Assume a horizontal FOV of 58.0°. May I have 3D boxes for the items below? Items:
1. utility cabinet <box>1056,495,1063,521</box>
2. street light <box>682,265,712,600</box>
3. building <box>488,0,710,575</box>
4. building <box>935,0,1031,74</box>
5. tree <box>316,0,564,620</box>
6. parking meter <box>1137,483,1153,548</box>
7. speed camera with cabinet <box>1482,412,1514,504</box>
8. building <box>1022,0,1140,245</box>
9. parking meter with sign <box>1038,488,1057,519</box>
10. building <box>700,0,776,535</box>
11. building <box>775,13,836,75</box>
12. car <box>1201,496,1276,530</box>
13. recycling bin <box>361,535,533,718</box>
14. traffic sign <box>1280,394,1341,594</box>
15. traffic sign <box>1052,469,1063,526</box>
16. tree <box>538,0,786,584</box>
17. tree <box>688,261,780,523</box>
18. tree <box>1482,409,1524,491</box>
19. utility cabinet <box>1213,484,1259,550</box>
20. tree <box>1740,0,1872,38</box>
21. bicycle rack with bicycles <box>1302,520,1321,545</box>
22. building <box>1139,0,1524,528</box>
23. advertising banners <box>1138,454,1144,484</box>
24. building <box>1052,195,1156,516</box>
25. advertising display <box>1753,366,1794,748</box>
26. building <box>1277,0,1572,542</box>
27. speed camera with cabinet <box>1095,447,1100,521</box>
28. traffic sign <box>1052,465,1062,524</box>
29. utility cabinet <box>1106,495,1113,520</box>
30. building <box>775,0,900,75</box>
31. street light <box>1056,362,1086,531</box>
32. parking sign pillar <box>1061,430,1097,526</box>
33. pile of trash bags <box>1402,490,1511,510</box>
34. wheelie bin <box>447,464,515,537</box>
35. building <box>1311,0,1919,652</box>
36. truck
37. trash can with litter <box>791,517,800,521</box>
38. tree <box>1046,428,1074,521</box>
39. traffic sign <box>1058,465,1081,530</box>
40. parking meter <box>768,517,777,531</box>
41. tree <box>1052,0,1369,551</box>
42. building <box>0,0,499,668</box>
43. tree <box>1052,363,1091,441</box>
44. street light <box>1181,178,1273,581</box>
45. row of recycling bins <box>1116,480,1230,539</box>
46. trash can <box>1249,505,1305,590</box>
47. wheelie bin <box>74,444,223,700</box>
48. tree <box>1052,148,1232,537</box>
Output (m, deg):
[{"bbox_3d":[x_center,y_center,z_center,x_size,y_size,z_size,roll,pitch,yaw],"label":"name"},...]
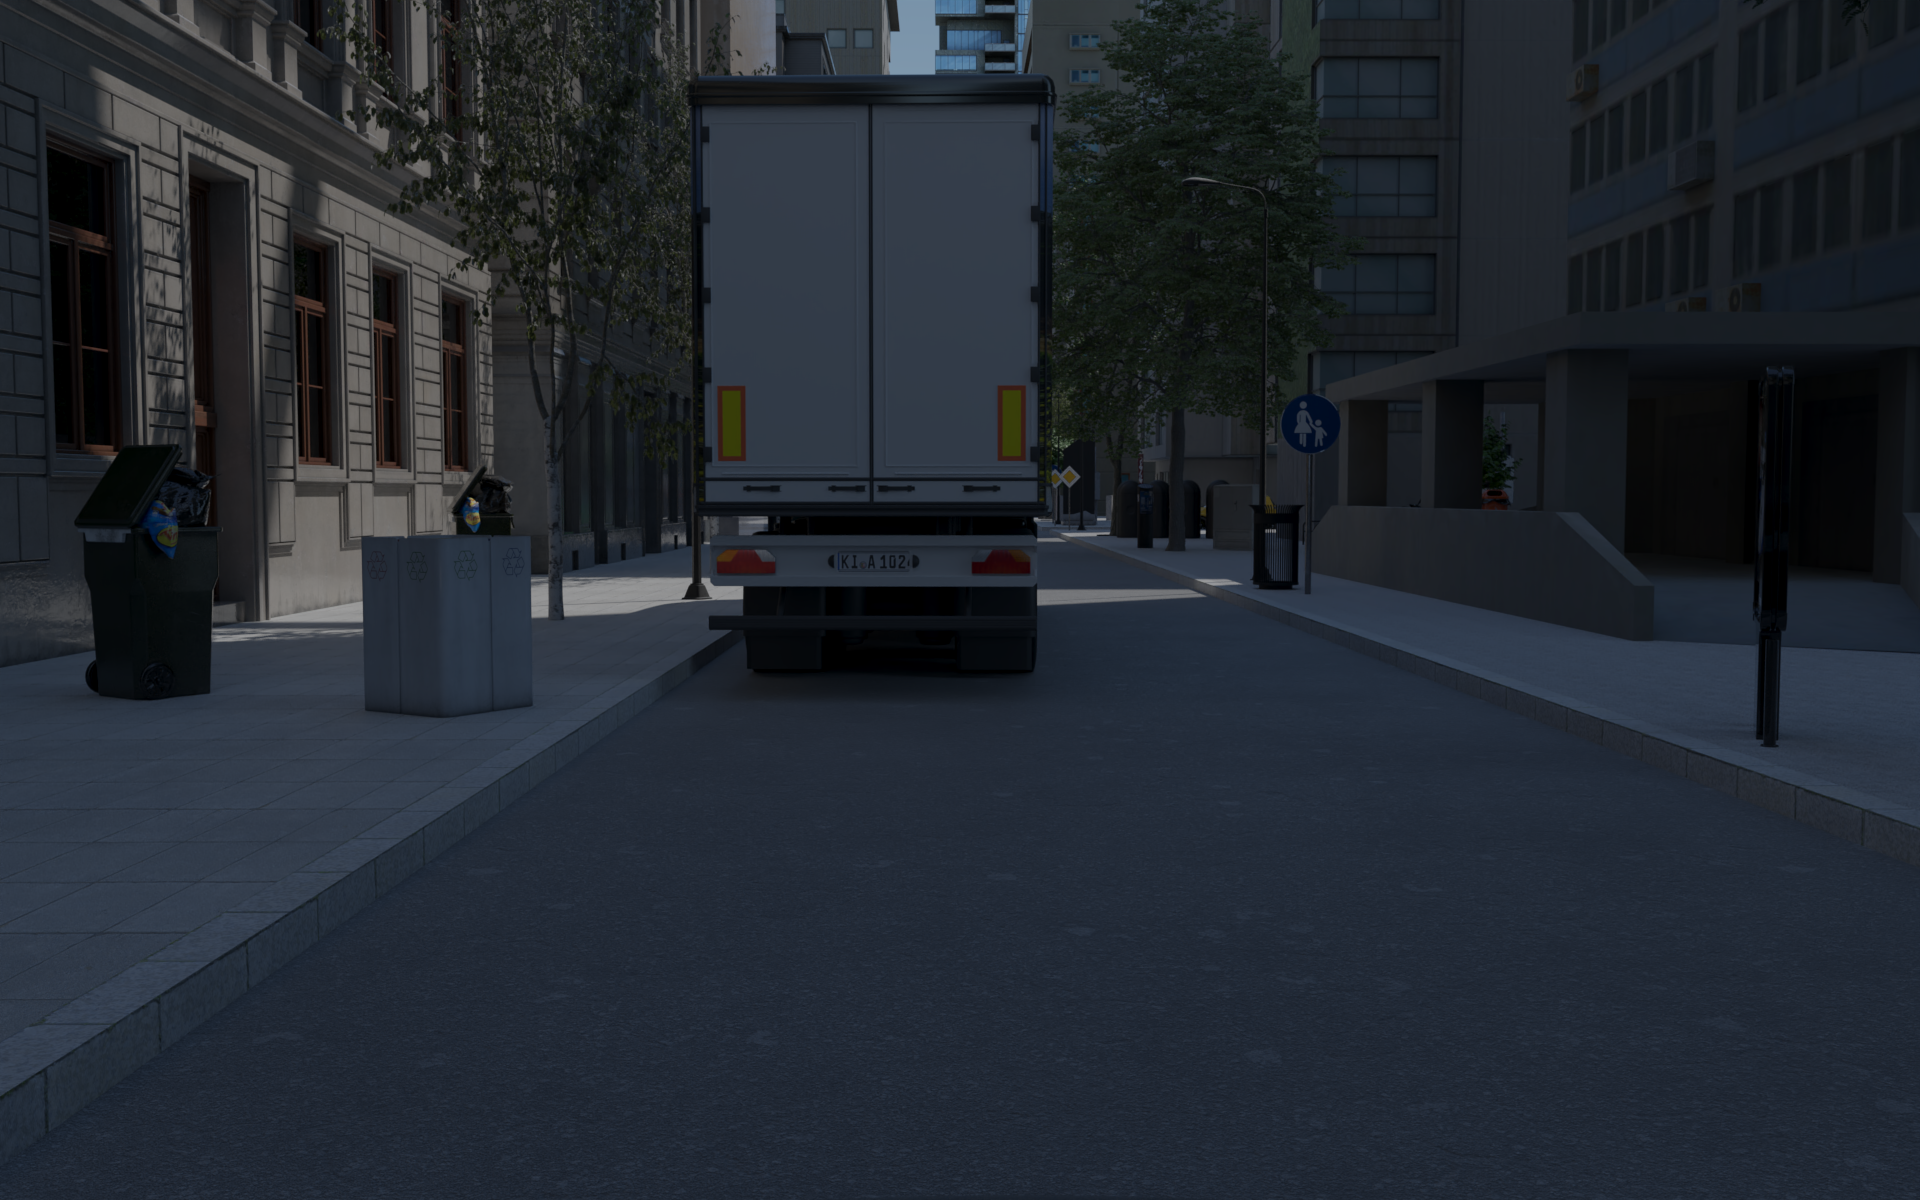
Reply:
[{"bbox_3d":[4.571,-4.135,78.772,0.306,1.237,1.020,-1,4,-9],"label":"utility cabinet"},{"bbox_3d":[-2.669,-2.962,20.965,1.470,5.913,1.316,0,4,0],"label":"street light"},{"bbox_3d":[-11.170,-11.417,35.814,9.793,20.994,18.267,0,4,0],"label":"building"},{"bbox_3d":[8.269,-56.638,238.700,31.000,86.520,22.319,0,4,0],"label":"building"},{"bbox_3d":[-4.081,-4.086,17.162,4.360,8.622,3.978,0,3,0],"label":"tree"},{"bbox_3d":[4.398,-1.999,41.087,0.372,1.533,0.369,0,3,0],"label":"parking meter"},{"bbox_3d":[12.649,-2.942,42.437,0.660,3.252,2.038,-2,4,-23],"label":"speed camera with cabinet"},{"bbox_3d":[16.856,-32.925,162.031,21.300,48.544,21.600,0,4,0],"label":"building"},{"bbox_3d":[4.754,-5.662,88.829,1.738,3.016,0.543,3,5,42],"label":"parking meter with sign"},{"bbox_3d":[-15.695,-16.271,51.934,20.117,28.700,13.634,0,4,0],"label":"building"},{"bbox_3d":[-12.797,-16.285,85.323,14.314,24.678,30.058,0,4,0],"label":"building"},{"bbox_3d":[10.250,-3.409,65.964,3.980,1.641,2.015,0,4,0],"label":"car"},{"bbox_3d":[-3.061,0.134,10.358,0.722,1.027,0.722,2,4,32],"label":"recycling bin"},{"bbox_3d":[4.456,-1.346,22.111,0.768,2.556,0.104,0,4,2],"label":"traffic sign"},{"bbox_3d":[3.782,-3.993,68.923,0.795,2.450,0.064,0,4,0],"label":"traffic sign"},{"bbox_3d":[-3.951,-4.711,27.391,4.360,8.622,3.978,0,3,0],"label":"tree"},{"bbox_3d":[-3.779,-5.257,36.309,4.737,8.622,4.395,0,3,0],"label":"tree"},{"bbox_3d":[11.991,-2.715,38.994,1.663,3.219,1.824,0,3,0],"label":"tree"},{"bbox_3d":[6.317,-1.892,39.608,0.318,1.500,1.173,-3,4,-39],"label":"utility cabinet"},{"bbox_3d":[4.805,-4.302,4.745,8.767,10.594,7.601,0,4,5],"label":"tree"},{"bbox_3d":[9.833,-1.804,42.884,2.925,0.926,2.852,0,4,-6],"label":"bicycle rack with bicycles"},{"bbox_3d":[15.658,-24.079,77.291,14.086,41.232,14.154,0,4,0],"label":"building"},{"bbox_3d":[8.122,-4.786,74.440,0.090,3.025,2.074,-1,4,-22],"label":"advertising banners"},{"bbox_3d":[20.461,-16.493,114.706,27.650,21.520,28.899,0,4,0],"label":"building"},{"bbox_3d":[4.275,-0.240,9.133,0.123,1.923,0.974,1,4,22],"label":"advertising display"},{"bbox_3d":[16.256,-22.479,51.127,14.154,41.232,14.086,0,4,0],"label":"building"},{"bbox_3d":[5.215,-4.806,72.909,0.660,3.252,2.038,-1,4,-20],"label":"speed camera with cabinet"},{"bbox_3d":[4.059,-4.606,75.409,0.768,2.556,0.104,1,4,9],"label":"traffic sign"},{"bbox_3d":[7.413,-4.505,84.813,0.306,1.237,1.020,1,4,20],"label":"utility cabinet"},{"bbox_3d":[-20.552,-35.600,171.296,28.713,52.752,27.495,0,4,0],"label":"building"},{"bbox_3d":[3.744,-5.403,60.887,1.470,5.913,1.316,0,4,0],"label":"street light"},{"bbox_3d":[4.867,-5.036,70.810,1.447,3.967,1.447,0,4,5],"label":"parking sign pillar"},{"bbox_3d":[9.586,-1.596,35.852,3.447,1.369,1.912,1,4,17],"label":"pile of trash bags"},{"bbox_3d":[-5.166,-0.662,18.726,0.693,1.594,0.980,-1,4,-21],"label":"wheelie bin"},{"bbox_3d":[21.923,-20.125,20.932,32.217,40.220,23.993,0,4,0],"label":"building"},{"bbox_3d":[-0.449,-1.731,17.216,2.839,4.237,11.283,0,4,2],"label":"truck"},{"bbox_3d":[-4.624,-2.083,45.443,1.055,1.170,0.624,-1,4,-13],"label":"trash can with litter"},{"bbox_3d":[4.711,-6.155,84.356,4.285,4.588,4.351,0,3,0],"label":"tree"},{"bbox_3d":[3.846,-3.504,60.938,0.795,2.450,0.064,0,4,0],"label":"traffic sign"},{"bbox_3d":[-4.656,-2.153,43.608,0.372,1.533,0.369,0,3,0],"label":"parking meter"},{"bbox_3d":[5.295,-7.368,38.598,7.486,12.596,7.792,0,3,0],"label":"tree"},{"bbox_3d":[-12.061,-11.000,16.006,11.583,22.565,21.152,0,4,0],"label":"building"},{"bbox_3d":[5.224,-8.806,94.345,4.737,8.622,4.395,0,3,0],"label":"tree"},{"bbox_3d":[3.951,-3.246,25.611,1.470,5.913,1.316,0,4,0],"label":"street light"},{"bbox_3d":[6.223,-2.642,50.314,3.534,1.692,1.069,2,4,24],"label":"row of recycling bins"},{"bbox_3d":[4.267,-0.718,23.385,0.748,1.137,0.748,0,3,0],"label":"trash can"},{"bbox_3d":[-5.173,-0.194,11.079,0.980,1.594,0.693,2,4,34],"label":"wheelie bin"},{"bbox_3d":[4.686,-7.750,52.461,9.928,11.665,9.643,0,3,0],"label":"tree"}]
